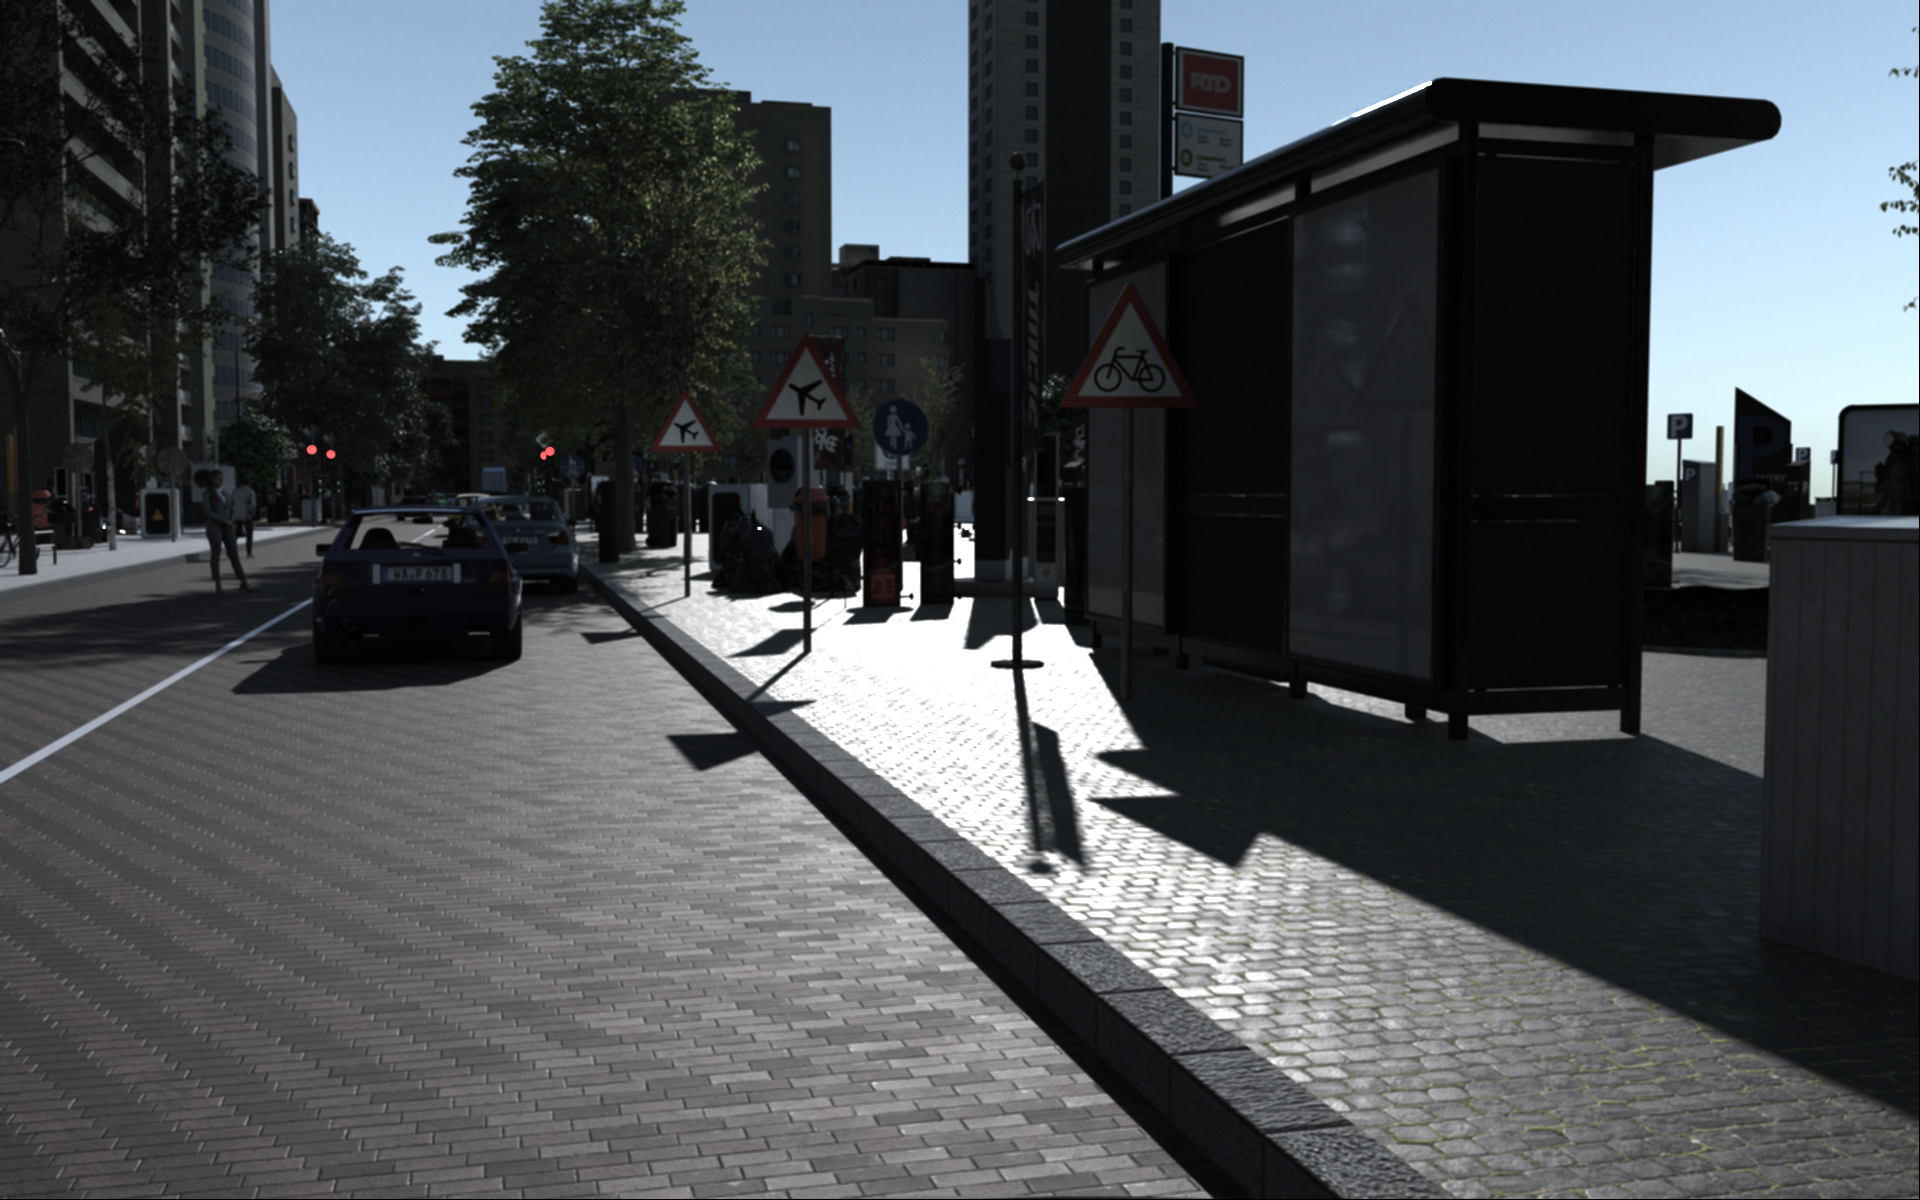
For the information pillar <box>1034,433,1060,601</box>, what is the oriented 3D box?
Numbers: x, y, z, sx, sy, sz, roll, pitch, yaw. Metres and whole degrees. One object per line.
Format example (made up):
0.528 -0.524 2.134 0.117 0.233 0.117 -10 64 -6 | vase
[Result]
1.043 -1.003 20.893 0.304 2.012 0.304 0 4 4 | information pillar

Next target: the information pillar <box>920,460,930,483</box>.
-2.303 -7.818 119.186 0.504 3.616 0.183 2 4 31 | information pillar

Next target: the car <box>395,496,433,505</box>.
-29.525 -4.966 93.780 1.945 1.354 3.894 -1 4 -14 | car

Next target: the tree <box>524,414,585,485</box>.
-28.400 -10.393 120.289 4.737 8.622 4.395 0 3 0 | tree

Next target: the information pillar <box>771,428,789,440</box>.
-4.665 -3.270 44.821 0.504 3.616 0.183 -1 4 -12 | information pillar

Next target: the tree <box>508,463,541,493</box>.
-39.062 -10.569 156.510 4.285 4.588 4.351 0 3 0 | tree

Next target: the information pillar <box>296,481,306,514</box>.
-36.549 -5.584 95.790 0.304 2.012 0.304 3 5 42 | information pillar

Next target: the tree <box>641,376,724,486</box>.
-15.181 -8.699 92.597 4.737 8.622 4.395 0 3 0 | tree

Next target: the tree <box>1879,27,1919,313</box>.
13.963 -4.408 22.431 4.360 8.622 3.978 0 3 0 | tree

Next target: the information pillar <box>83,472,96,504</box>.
-29.481 -3.315 58.699 0.304 2.012 0.304 -1 4 -11 | information pillar

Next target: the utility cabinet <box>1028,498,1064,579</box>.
1.255 -0.932 26.405 1.020 1.237 0.306 3 5 43 | utility cabinet

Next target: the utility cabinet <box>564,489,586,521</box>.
-17.948 -4.411 80.792 0.318 1.500 1.173 2 4 27 | utility cabinet

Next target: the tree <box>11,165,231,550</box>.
-19.147 -5.446 39.410 4.737 8.622 4.395 0 3 0 | tree

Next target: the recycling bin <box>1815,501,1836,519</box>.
31.036 -3.024 61.994 0.722 1.027 0.722 2 4 32 | recycling bin

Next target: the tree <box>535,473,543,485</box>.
-30.815 -8.283 130.023 1.663 3.219 1.824 0 3 0 | tree

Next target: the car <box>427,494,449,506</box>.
-42.993 -8.162 142.250 1.959 1.807 4.718 -1 4 -13 | car

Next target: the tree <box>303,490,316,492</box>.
-46.124 -7.832 122.652 1.663 3.219 1.824 0 3 0 | tree

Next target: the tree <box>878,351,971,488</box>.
-1.447 -8.509 89.486 4.360 8.622 3.978 0 3 0 | tree

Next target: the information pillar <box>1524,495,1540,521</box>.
13.579 -2.240 41.111 0.304 2.012 0.304 2 4 34 | information pillar

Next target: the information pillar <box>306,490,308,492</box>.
-44.059 -6.882 117.012 0.304 2.012 0.304 -2 4 -26 | information pillar

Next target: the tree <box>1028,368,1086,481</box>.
2.624 -3.765 45.272 4.285 4.588 4.351 0 3 0 | tree

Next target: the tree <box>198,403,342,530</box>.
-25.218 -4.772 61.728 4.285 4.588 4.351 0 3 0 | tree

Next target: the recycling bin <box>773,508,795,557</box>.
-3.362 -1.215 32.424 0.722 1.027 0.722 -3 4 -38 | recycling bin

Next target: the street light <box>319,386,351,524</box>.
-26.838 -6.232 74.439 1.470 5.913 1.316 -1 4 -15 | street light

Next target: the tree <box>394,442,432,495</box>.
-51.386 -12.829 160.114 4.737 8.622 4.395 0 3 0 | tree

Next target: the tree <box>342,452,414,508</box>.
-34.023 -6.986 97.941 4.285 4.588 4.351 0 3 0 | tree

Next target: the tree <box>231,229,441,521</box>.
-29.952 -10.793 83.113 9.857 13.997 8.962 0 3 0 | tree

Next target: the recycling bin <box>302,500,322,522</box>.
-29.636 -4.076 79.195 0.722 1.027 0.722 0 4 -7 | recycling bin

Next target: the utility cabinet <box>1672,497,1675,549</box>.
16.678 -1.839 41.237 0.306 1.237 1.020 0 4 3 | utility cabinet

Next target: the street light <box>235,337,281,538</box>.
-20.745 -4.811 51.195 1.470 5.913 1.316 -1 4 -15 | street light

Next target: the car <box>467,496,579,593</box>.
-6.762 -0.866 26.158 2.014 1.417 4.499 -1 4 -17 | car

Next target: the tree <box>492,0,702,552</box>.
-7.767 -7.333 38.015 7.486 12.596 7.792 0 3 0 | tree

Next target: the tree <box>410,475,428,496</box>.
-59.501 -11.935 189.742 1.663 3.219 1.824 0 3 0 | tree

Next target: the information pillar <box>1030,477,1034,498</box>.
6.312 -9.819 151.894 0.504 3.616 0.183 -2 4 -34 | information pillar

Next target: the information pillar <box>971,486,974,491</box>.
1.139 -9.471 159.348 0.304 2.012 0.304 0 4 6 | information pillar

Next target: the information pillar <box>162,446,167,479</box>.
-39.075 -5.737 85.159 0.183 3.616 0.504 -1 4 -12 | information pillar

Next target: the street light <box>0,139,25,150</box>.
-12.931 -3.067 22.683 1.470 5.913 1.316 -1 4 -15 | street light

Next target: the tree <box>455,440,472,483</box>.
-63.418 -17.761 207.399 9.611 12.733 9.660 0 3 0 | tree

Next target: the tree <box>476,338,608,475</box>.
-24.757 -10.899 103.948 9.928 11.665 9.643 0 3 0 | tree

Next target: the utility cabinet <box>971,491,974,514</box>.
0.363 -6.298 111.650 1.173 1.500 0.318 0 4 0 | utility cabinet

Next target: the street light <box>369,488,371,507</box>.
-34.711 -8.006 103.446 1.470 5.913 1.316 -1 4 -15 | street light

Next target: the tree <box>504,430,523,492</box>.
-34.895 -11.736 142.251 4.360 8.622 3.978 0 3 0 | tree

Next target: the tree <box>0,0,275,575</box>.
-14.860 -5.706 27.706 8.767 10.594 7.601 0 4 2 | tree

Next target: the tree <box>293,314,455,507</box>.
-37.973 -11.848 110.725 9.611 12.733 9.660 0 3 0 | tree

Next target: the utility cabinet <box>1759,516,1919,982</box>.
2.636 0.402 4.587 0.306 1.237 1.020 -2 4 -23 | utility cabinet

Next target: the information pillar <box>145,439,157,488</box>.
-34.581 -5.062 74.117 0.183 3.616 0.504 2 4 32 | information pillar

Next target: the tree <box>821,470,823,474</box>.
-11.168 -11.268 134.597 4.737 8.622 4.395 0 3 0 | tree

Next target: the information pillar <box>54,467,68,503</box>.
-24.690 -2.636 47.592 0.304 2.012 0.304 -2 4 -32 | information pillar

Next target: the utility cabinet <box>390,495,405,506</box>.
-41.686 -7.173 128.432 1.020 1.237 0.306 -1 4 -19 | utility cabinet

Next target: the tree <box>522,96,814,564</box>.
-5.219 -4.966 31.557 4.360 8.622 3.978 0 3 0 | tree

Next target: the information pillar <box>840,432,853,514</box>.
-4.253 -4.506 65.027 0.504 3.616 0.183 -1 4 -18 | information pillar

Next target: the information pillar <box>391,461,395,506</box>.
-39.648 -7.935 121.086 0.183 3.616 0.504 -2 4 -34 | information pillar

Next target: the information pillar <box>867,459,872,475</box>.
-6.065 -7.660 116.590 0.183 3.616 0.504 -3 4 -37 | information pillar

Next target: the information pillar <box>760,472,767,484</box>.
-6.488 -3.266 57.892 0.304 2.012 0.304 -2 4 -31 | information pillar

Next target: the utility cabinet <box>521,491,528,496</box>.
-36.128 -8.283 144.111 0.318 1.500 1.173 0 4 8 | utility cabinet

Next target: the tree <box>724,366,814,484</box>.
-11.063 -9.178 100.418 4.737 8.622 4.395 0 3 0 | tree

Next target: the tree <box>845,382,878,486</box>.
-6.423 -9.951 113.060 4.360 8.622 3.978 0 3 0 | tree
